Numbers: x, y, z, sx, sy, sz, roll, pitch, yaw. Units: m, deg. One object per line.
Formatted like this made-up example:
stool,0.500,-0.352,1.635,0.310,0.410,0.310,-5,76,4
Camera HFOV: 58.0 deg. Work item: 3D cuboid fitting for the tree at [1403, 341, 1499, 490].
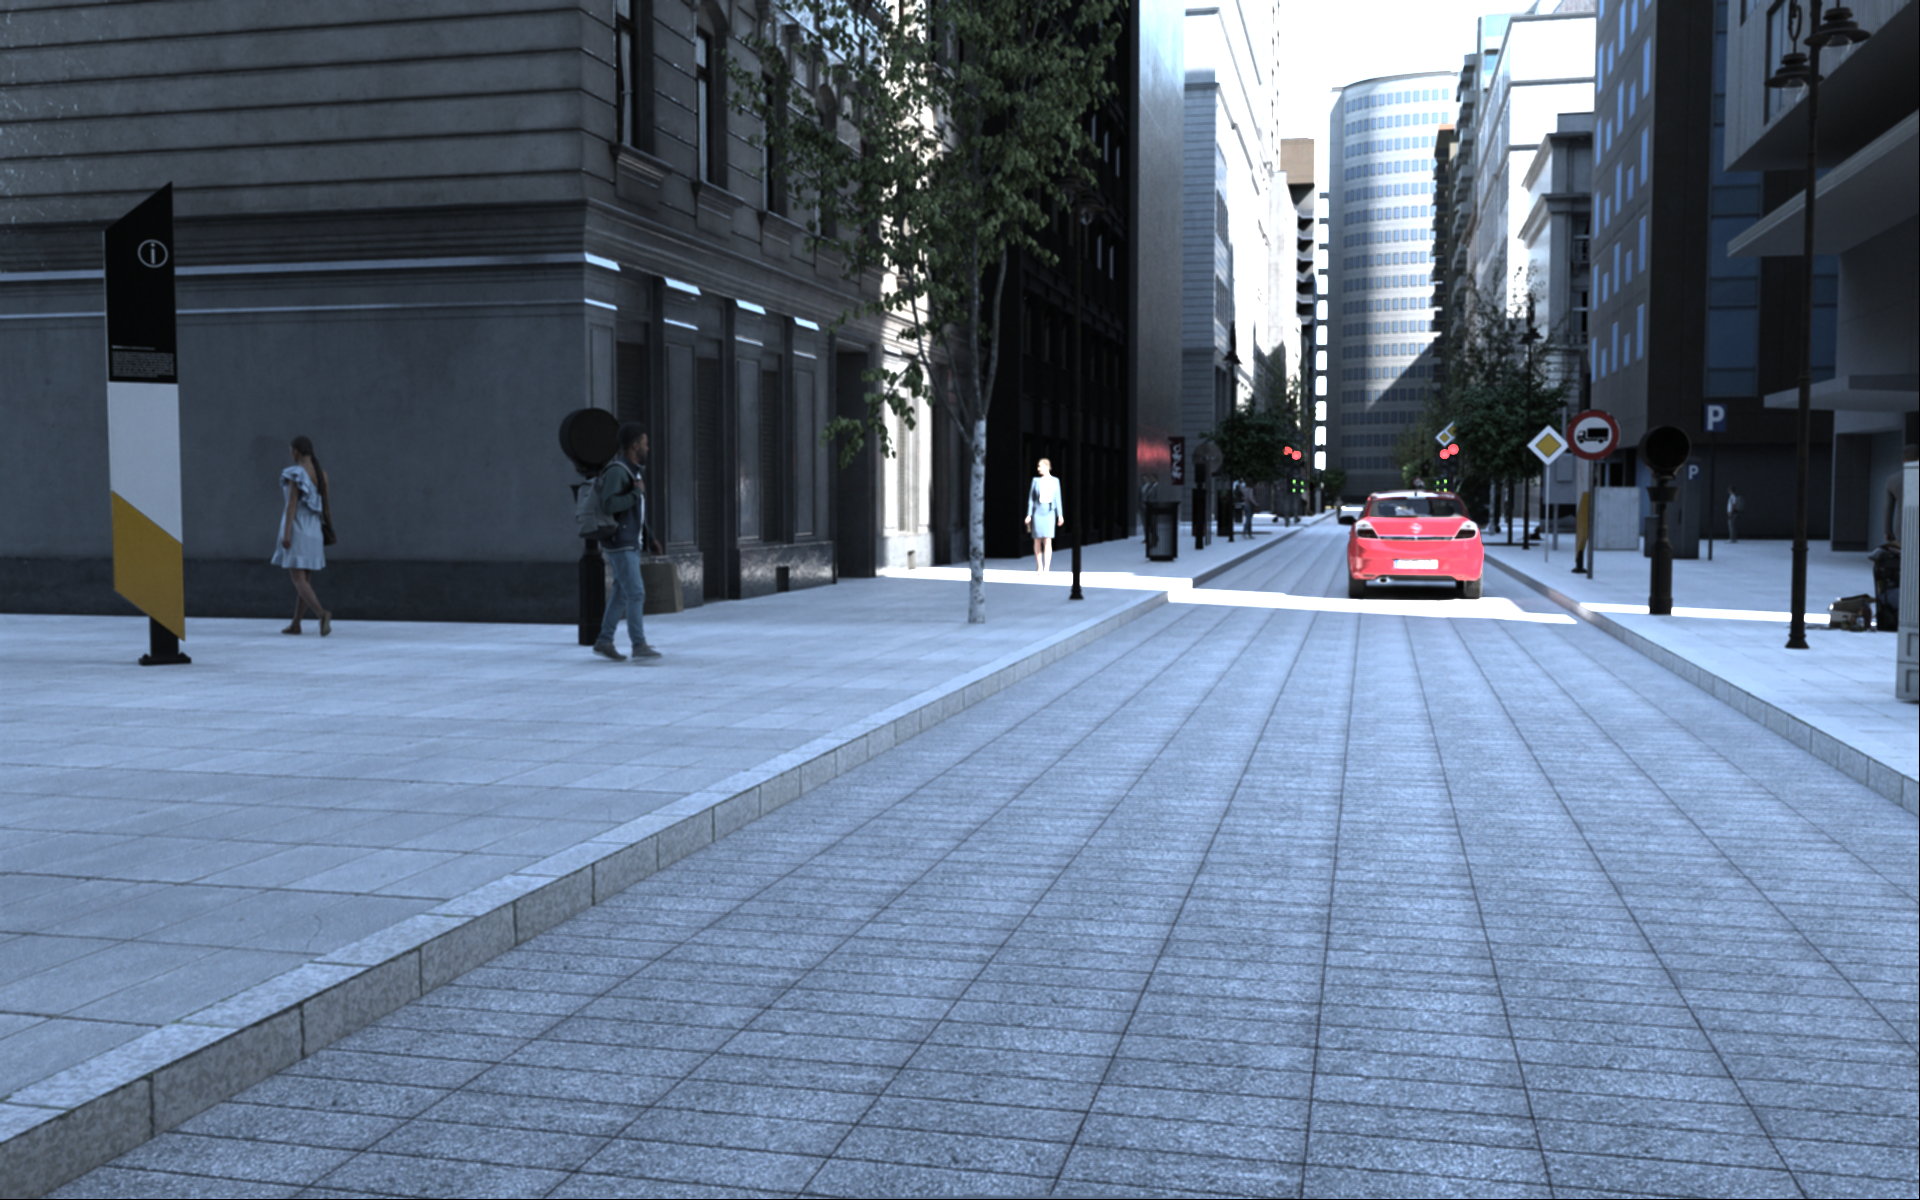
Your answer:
tree,23.988,-8.088,82.603,4.737,8.622,4.395,0,3,0

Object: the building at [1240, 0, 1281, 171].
building,21.248,-44.171,160.442,20.563,71.187,20.611,1,4,13

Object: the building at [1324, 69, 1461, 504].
building,64.884,-42.593,238.401,28.212,58.520,21.231,1,4,13

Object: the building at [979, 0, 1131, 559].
building,-2.974,-13.034,42.789,12.332,23.373,15.834,1,4,13

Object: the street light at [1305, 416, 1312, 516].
street light,20.351,-7.856,101.232,0.468,5.910,1.993,1,4,13

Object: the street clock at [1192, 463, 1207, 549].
street clock,5.564,-2.180,40.208,0.358,2.002,0.471,1,4,10

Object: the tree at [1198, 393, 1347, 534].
tree,9.511,-4.441,56.328,4.285,4.588,4.351,0,3,0

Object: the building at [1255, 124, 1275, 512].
building,14.128,-20.336,118.403,13.634,28.700,20.117,1,4,13

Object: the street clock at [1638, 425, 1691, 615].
street clock,7.474,-0.847,18.424,0.471,2.002,0.358,0,4,4

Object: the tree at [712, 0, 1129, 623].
tree,0.008,-4.087,17.182,4.737,8.622,4.395,0,3,0

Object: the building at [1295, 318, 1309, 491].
building,22.935,-20.912,186.954,27.650,21.520,28.899,1,4,13

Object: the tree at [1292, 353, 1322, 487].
tree,16.049,-8.266,85.512,4.737,8.622,4.395,0,3,0

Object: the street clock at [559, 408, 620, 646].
street clock,-3.123,-0.618,14.678,0.471,2.002,0.358,-2,4,-34

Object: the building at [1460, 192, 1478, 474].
building,45.147,-20.505,132.518,12.463,27.353,25.104,1,4,13

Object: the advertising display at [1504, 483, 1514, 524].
advertising display,23.863,-4.284,75.260,0.123,1.923,0.974,0,4,0

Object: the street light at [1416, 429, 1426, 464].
street light,32.381,-9.082,121.285,0.468,5.910,1.993,1,4,13

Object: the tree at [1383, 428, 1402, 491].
tree,43.902,-13.434,170.013,4.360,8.622,3.978,0,3,0

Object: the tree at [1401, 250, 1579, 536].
tree,16.686,-6.304,53.432,4.360,8.622,3.978,0,3,0

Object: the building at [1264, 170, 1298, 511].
building,20.174,-19.559,137.805,12.078,24.808,19.932,1,4,13

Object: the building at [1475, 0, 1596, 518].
building,37.815,-20.042,105.184,11.434,29.767,29.804,1,4,13

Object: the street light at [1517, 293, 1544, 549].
street light,13.121,-4.110,39.982,0.468,5.910,1.993,1,4,13

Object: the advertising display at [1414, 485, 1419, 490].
advertising display,34.242,-7.566,128.925,0.974,1.923,0.123,3,4,37

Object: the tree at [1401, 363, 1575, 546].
tree,13.926,-3.663,43.611,4.285,4.588,4.351,0,3,0

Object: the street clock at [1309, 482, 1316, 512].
street clock,20.852,-6.007,102.789,0.471,2.002,0.358,1,4,14

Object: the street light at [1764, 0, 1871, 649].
street light,6.971,-2.536,14.244,0.468,5.910,1.993,1,4,13

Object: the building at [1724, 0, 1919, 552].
building,27.548,-26.528,22.968,28.713,52.752,27.495,1,4,13

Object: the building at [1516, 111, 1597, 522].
building,38.289,-14.481,78.561,24.055,21.916,13.314,1,4,13

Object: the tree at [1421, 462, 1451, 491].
tree,28.824,-6.789,105.604,1.663,3.219,1.824,0,3,0

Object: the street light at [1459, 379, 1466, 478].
street light,19.070,-5.676,65.596,0.468,5.910,1.993,1,4,13

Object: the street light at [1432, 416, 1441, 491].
street light,26.283,-7.515,95.654,0.468,5.910,1.993,1,4,13

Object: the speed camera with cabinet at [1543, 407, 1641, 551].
speed camera with cabinet,14.431,-2.766,39.567,2.038,3.252,0.660,0,4,4

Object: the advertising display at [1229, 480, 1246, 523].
advertising display,12.317,-4.362,76.539,0.974,1.923,0.123,3,5,43

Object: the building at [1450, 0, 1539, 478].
building,60.344,-33.694,170.506,23.786,49.044,30.456,1,4,13

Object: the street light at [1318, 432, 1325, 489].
street light,26.419,-9.405,126.562,0.468,5.910,1.993,1,4,13

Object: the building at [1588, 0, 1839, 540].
building,27.648,-24.627,52.766,14.600,45.320,14.200,1,4,13

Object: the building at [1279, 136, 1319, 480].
building,36.724,-34.511,214.369,14.200,45.320,14.600,1,4,13

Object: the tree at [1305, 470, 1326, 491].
tree,28.085,-8.693,136.740,1.663,3.219,1.824,0,3,0

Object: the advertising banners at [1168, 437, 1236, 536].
advertising banners,7.323,-3.449,52.573,2.074,3.025,0.090,1,4,18

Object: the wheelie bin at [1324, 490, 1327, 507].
wheelie bin,27.519,-7.584,131.911,0.980,1.594,0.693,-1,4,-18

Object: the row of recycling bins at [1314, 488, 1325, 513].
row of recycling bins,24.261,-6.755,117.558,1.069,1.692,3.534,1,4,11

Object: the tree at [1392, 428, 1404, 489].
tree,39.872,-12.241,150.506,4.737,8.622,4.395,0,3,0

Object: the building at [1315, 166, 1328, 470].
building,36.895,-38.420,247.771,30.456,49.044,23.786,1,4,13

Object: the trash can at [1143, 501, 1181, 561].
trash can,3.869,-1.318,33.197,0.748,1.137,0.748,0,3,0

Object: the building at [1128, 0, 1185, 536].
building,-7.517,-14.865,62.112,30.058,24.678,14.314,1,4,13

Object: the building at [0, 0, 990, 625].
building,-6.109,-10.821,26.073,9.793,20.994,18.267,1,4,13

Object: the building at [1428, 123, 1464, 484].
building,65.874,-33.356,199.989,22.147,44.769,28.867,1,4,13

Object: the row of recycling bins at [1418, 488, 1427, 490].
row of recycling bins,29.862,-6.373,111.315,1.069,1.692,3.534,1,4,18

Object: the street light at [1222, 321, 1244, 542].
street light,7.286,-4.498,46.338,0.468,5.910,1.993,1,4,13

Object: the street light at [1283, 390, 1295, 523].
street light,14.420,-6.305,75.870,0.468,5.910,1.993,1,4,13

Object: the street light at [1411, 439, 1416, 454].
street light,38.418,-10.632,146.622,0.468,5.910,1.993,1,4,13

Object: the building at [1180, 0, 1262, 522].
building,9.700,-19.347,93.815,11.434,29.767,29.804,1,4,13
